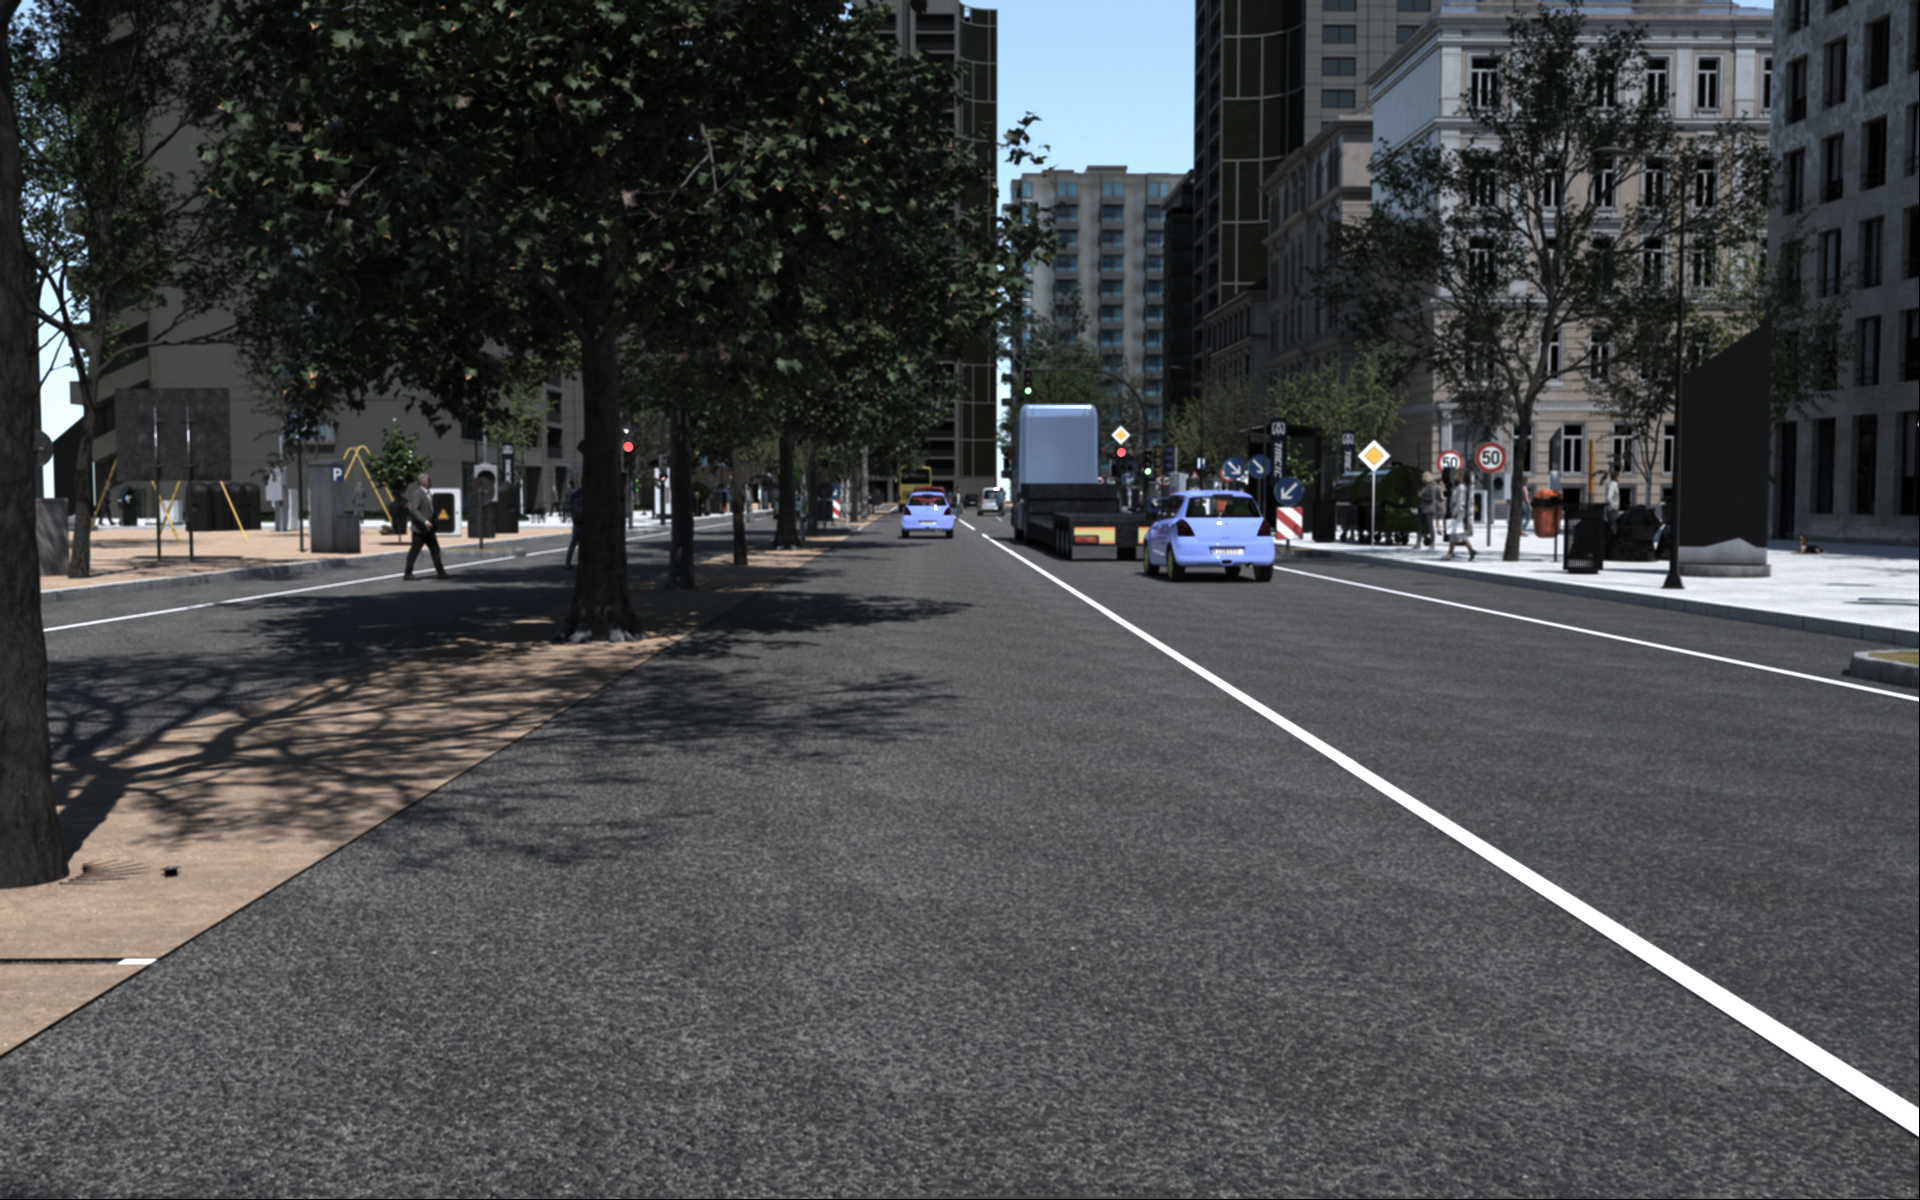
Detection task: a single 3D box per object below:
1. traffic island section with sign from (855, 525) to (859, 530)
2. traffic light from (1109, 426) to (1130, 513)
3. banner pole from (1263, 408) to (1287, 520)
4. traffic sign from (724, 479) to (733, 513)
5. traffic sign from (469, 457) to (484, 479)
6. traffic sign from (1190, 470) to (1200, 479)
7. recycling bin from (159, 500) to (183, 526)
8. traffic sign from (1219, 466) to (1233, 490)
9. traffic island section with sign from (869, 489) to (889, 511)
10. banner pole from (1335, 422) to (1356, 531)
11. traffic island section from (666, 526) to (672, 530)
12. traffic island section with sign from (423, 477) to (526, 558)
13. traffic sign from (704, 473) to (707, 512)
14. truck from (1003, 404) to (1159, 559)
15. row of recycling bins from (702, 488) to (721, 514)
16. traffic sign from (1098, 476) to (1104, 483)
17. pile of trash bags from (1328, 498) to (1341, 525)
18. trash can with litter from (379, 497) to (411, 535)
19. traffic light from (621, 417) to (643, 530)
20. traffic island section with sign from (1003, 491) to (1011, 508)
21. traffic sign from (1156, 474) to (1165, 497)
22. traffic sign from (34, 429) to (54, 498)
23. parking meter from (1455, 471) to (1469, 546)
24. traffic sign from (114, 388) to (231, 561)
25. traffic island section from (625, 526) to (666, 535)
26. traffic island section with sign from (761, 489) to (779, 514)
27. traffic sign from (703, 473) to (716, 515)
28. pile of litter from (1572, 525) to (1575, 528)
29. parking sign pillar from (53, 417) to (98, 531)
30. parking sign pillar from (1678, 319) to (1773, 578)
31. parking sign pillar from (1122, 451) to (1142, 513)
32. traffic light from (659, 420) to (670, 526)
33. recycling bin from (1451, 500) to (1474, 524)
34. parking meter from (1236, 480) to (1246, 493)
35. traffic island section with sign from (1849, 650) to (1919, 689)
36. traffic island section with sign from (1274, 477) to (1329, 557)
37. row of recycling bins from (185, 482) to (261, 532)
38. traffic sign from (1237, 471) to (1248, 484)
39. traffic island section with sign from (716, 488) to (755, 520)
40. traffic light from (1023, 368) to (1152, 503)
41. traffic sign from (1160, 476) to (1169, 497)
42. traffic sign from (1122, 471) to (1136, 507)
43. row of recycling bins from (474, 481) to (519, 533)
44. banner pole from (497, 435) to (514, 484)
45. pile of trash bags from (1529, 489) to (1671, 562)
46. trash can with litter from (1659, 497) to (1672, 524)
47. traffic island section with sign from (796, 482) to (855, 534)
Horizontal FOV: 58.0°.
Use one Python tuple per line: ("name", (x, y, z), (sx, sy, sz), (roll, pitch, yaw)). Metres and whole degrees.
("traffic island section with sign", (-5.139, -3.813, 70.487), (2.006, 1.907, 1.989), (0, 4, -1))
("traffic light", (6.559, -5.020, 70.994), (0.839, 4.253, 0.868), (0, 4, -1))
("banner pole", (9.047, -3.676, 50.117), (0.863, 3.779, 0.401), (1, 4, 14))
("traffic sign", (-15.413, -6.928, 115.396), (0.606, 2.300, 0.079), (0, 4, 6))
("traffic sign", (-16.874, -3.735, 61.065), (0.884, 2.594, 0.081), (0, 4, 1))
("traffic sign", (12.616, -5.697, 93.156), (0.884, 2.594, 0.081), (0, 4, 6))
("recycling bin", (-31.912, -3.517, 70.055), (0.722, 1.027, 0.722), (0, 4, -8))
("traffic sign", (11.423, -4.507, 73.793), (0.768, 2.556, 0.104), (0, 4, 5))
("traffic island section with sign", (-6.968, -8.408, 145.603), (2.006, 1.907, 1.989), (0, 4, -1))
("banner pole", (13.220, -4.267, 59.781), (0.863, 3.779, 0.401), (1, 4, 9))
("traffic island section", (-12.137, -2.959, 70.662), (2.009, 0.180, 2.903), (0, 4, -1))
("traffic island section with sign", (-11.060, -1.900, 39.692), (1.989, 1.847, 2.006), (0, 4, -1))
("traffic sign", (-15.529, -6.478, 105.914), (0.884, 2.594, 0.081), (0, 4, 6))
("truck", (3.169, -3.440, 46.003), (2.967, 4.110, 18.799), (0, 4, -2))
("row of recycling bins", (-17.454, -6.516, 113.654), (3.534, 1.692, 1.069), (0, 4, 1))
("traffic sign", (9.674, -7.383, 120.825), (0.768, 2.556, 0.104), (0, 4, 4))
("pile of trash bags", (15.147, -3.850, 72.708), (1.912, 1.369, 3.447), (-3, 4, -37))
("trash can with litter", (-17.779, -2.640, 54.551), (0.624, 1.170, 1.055), (1, 4, 19))
("traffic light", (-11.903, -4.503, 62.546), (0.839, 4.253, 0.868), (0, 4, -1))
("traffic island section with sign", (4.141, -10.081, 173.447), (1.989, 1.847, 2.006), (0, 4, -1))
("traffic sign", (12.595, -6.608, 108.139), (0.768, 2.556, 0.104), (0, 4, 4))
("traffic sign", (-18.050, -2.058, 33.755), (0.768, 2.556, 0.104), (0, 4, -1))
("parking meter", (12.430, -2.277, 42.937), (0.255, 1.863, 0.399), (2, 4, 34))
("traffic sign", (-15.150, -2.414, 33.347), (2.265, 3.308, 0.079), (0, 4, 4))
("traffic island section", (-11.943, -2.471, 62.679), (2.009, 0.180, 2.903), (0, 4, -1))
("traffic island section with sign", (-13.080, -6.996, 123.013), (1.989, 1.847, 2.006), (0, 4, -1))
("traffic sign", (-15.298, -6.461, 105.747), (0.768, 2.556, 0.104), (0, 4, -1))
("pile of litter", (22.590, -2.949, 62.187), (1.176, 0.858, 1.719), (2, 4, 30))
("parking sign pillar", (-30.933, -4.401, 60.429), (1.447, 3.967, 1.447), (1, 4, 15))
("parking sign pillar", (11.969, -2.365, 27.136), (1.447, 3.967, 1.447), (2, 4, 29))
("parking sign pillar", (9.879, -6.843, 100.351), (1.447, 3.967, 1.447), (2, 4, 25))
("traffic light", (-10.007, -5.868, 70.614), (4.771, 5.953, 1.251), (0, 4, -1))
("recycling bin", (21.233, -3.706, 73.151), (0.722, 1.027, 0.722), (3, 5, 42))
("parking meter", (11.831, -4.108, 72.875), (0.399, 1.863, 0.255), (0, 4, -5))
("traffic island section with sign", (8.006, -0.278, 13.179), (1.989, 1.847, 2.006), (0, 4, -1))
("traffic island section with sign", (7.350, -1.927, 40.126), (1.989, 1.847, 2.006), (0, 4, -1))
("row of recycling bins", (-25.870, -3.295, 60.983), (1.069, 1.692, 3.534), (1, 4, 13))
("traffic sign", (12.476, -4.538, 76.330), (0.606, 2.300, 0.079), (0, 4, 8))
("traffic island section with sign", (-12.431, -5.345, 96.016), (1.989, 1.847, 2.006), (0, 4, -1))
("traffic light", (4.663, -5.392, 62.820), (4.771, 5.953, 1.251), (0, 4, -1))
("traffic sign", (12.321, -6.311, 103.181), (0.884, 2.594, 0.081), (0, 3, 0))
("traffic sign", (9.195, -5.775, 94.526), (0.768, 2.556, 0.104), (0, 3, 0))
("row of recycling bins", (-15.511, -3.113, 58.005), (1.069, 1.692, 3.534), (-2, 4, -26))
("banner pole", (-19.457, -5.135, 73.969), (0.863, 3.779, 0.401), (-1, 4, -15))
("pile of trash bags", (12.496, -1.446, 33.401), (3.447, 1.369, 1.912), (-1, 4, -20))
("trash can with litter", (29.722, -3.765, 72.945), (0.624, 1.170, 1.055), (1, 4, 16))
("traffic island section with sign", (-4.970, -3.361, 63.081), (2.006, 1.907, 1.989), (0, 4, -1))
